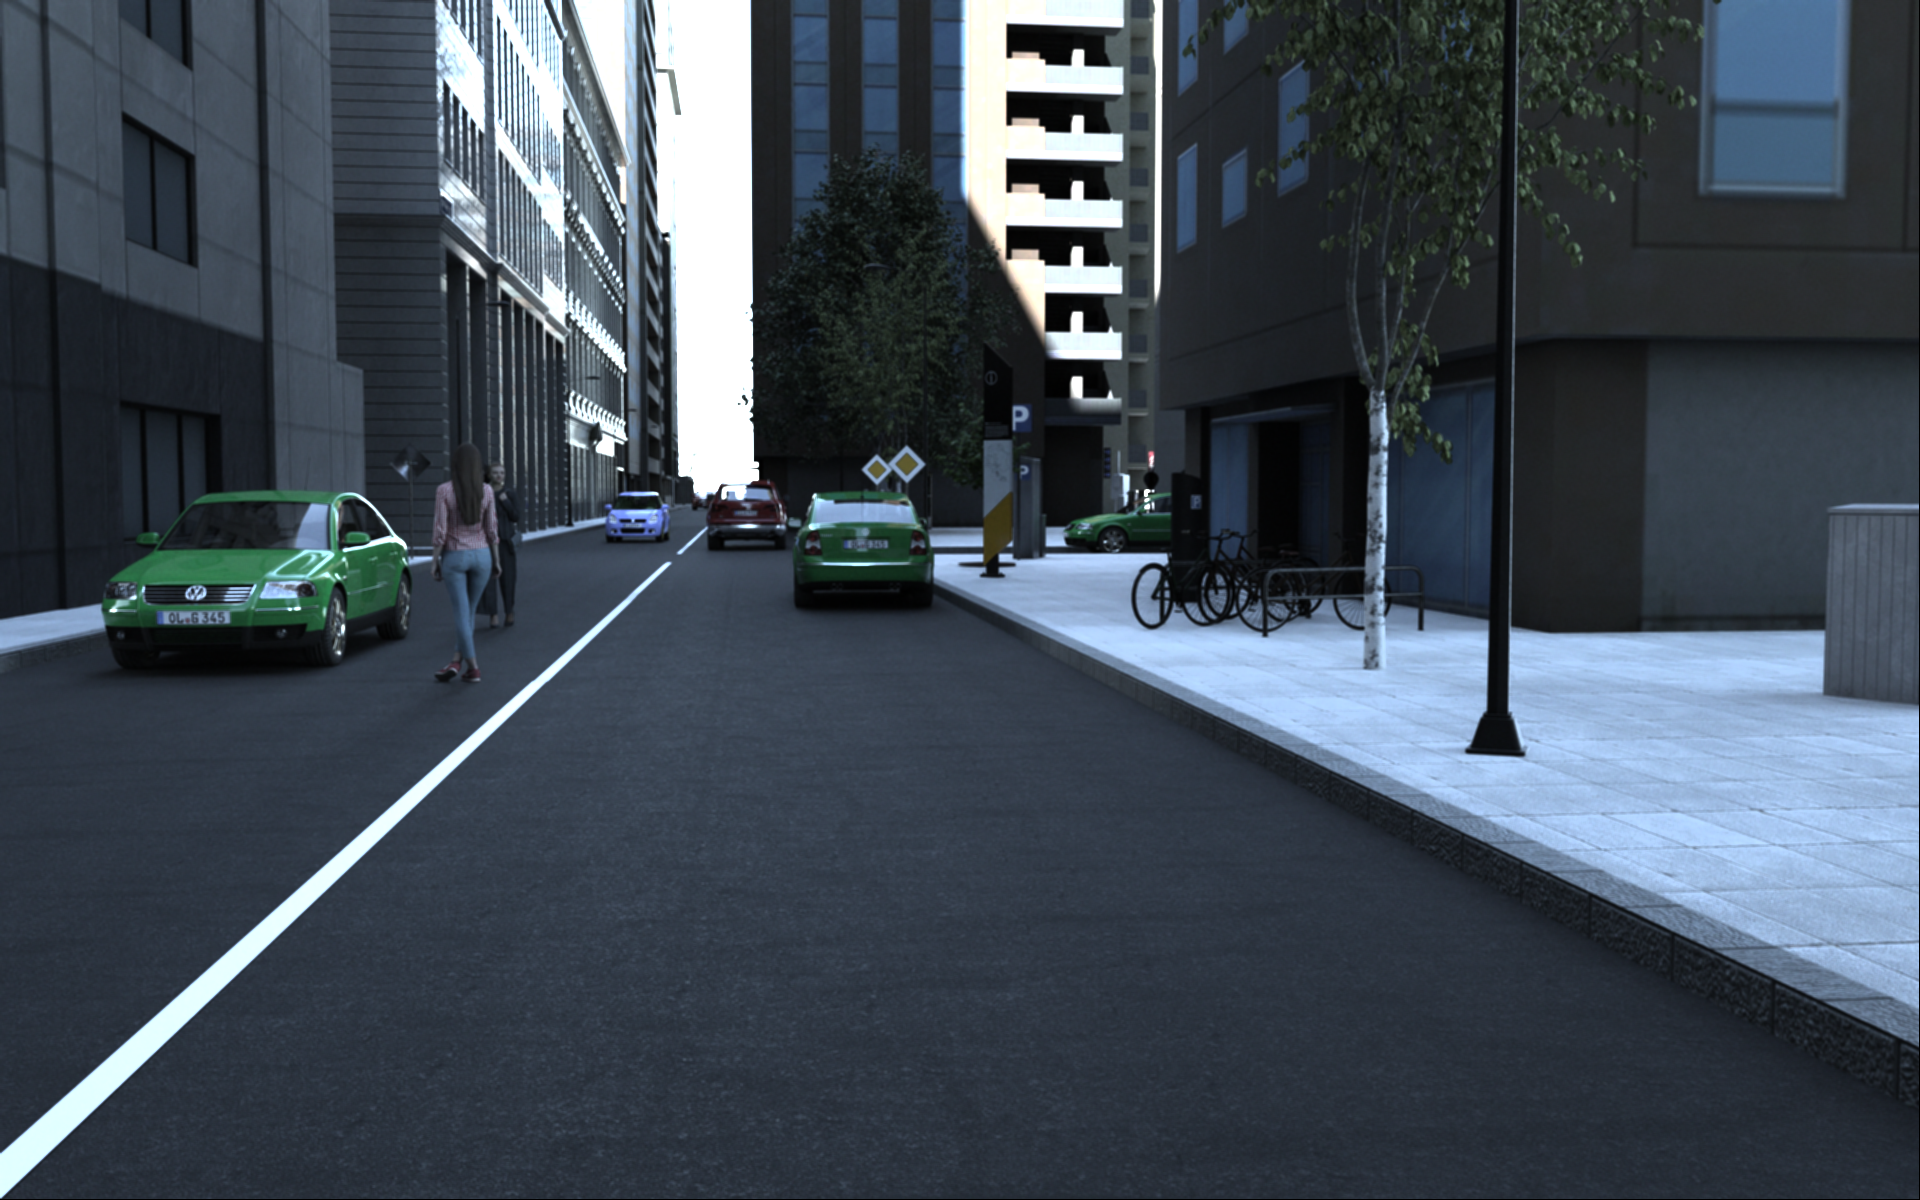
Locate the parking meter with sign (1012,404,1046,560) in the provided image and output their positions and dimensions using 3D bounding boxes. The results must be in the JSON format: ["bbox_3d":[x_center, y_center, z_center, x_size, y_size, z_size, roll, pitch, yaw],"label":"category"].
[{"bbox_3d":[1.345,-2.335,34.436,0.543,3.016,1.738,1,4,14],"label":"parking meter with sign"}]

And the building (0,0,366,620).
[{"bbox_3d":[-20.693,-35.624,20.698,20.611,71.187,20.563,0,4,-7],"label":"building"}]

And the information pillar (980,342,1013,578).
[{"bbox_3d":[0.571,-2.155,26.585,0.504,3.616,0.183,2,4,32],"label":"information pillar"}]

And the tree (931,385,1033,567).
[{"bbox_3d":[0.474,-2.223,30.949,1.663,3.219,1.824,0,3,0],"label":"tree"}]

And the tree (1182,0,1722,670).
[{"bbox_3d":[3.280,-3.797,12.441,4.737,8.622,4.395,0,3,0],"label":"tree"}]

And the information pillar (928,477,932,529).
[{"bbox_3d":[-1.177,-3.565,62.783,0.304,2.012,0.304,0,4,3],"label":"information pillar"}]

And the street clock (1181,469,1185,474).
[{"bbox_3d":[6.523,-2.749,49.512,0.471,2.002,0.358,-1,4,-13],"label":"street clock"}]

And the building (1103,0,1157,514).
[{"bbox_3d":[0.484,-27.494,104.157,22.147,44.769,28.867,0,4,-7],"label":"building"}]

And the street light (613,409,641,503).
[{"bbox_3d":[-18.324,-7.467,94.631,1.470,5.913,1.316,0,4,-7],"label":"street light"}]

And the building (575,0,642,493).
[{"bbox_3d":[-30.091,-28.862,121.997,14.600,45.320,14.200,0,4,-7],"label":"building"}]

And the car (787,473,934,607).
[{"bbox_3d":[-1.367,-0.898,23.477,1.959,1.807,4.718,0,4,-5],"label":"car"}]

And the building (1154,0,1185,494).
[{"bbox_3d":[17.755,-26.464,56.391,21.600,48.544,21.300,0,4,-7],"label":"building"}]

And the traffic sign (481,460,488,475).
[{"bbox_3d":[-11.795,-2.347,42.014,0.795,2.450,0.064,0,4,-7],"label":"traffic sign"}]

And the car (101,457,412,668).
[{"bbox_3d":[-6.220,-0.423,15.718,1.959,1.807,4.718,0,4,-7],"label":"car"}]

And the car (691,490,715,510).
[{"bbox_3d":[-23.119,-9.047,156.592,2.281,1.827,5.304,0,4,-6],"label":"car"}]

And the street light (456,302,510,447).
[{"bbox_3d":[-11.544,-4.240,41.863,1.470,5.913,1.316,0,4,-7],"label":"street light"}]

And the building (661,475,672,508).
[{"bbox_3d":[-43.653,-28.749,161.931,32.217,40.220,23.993,0,4,-7],"label":"building"}]

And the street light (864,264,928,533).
[{"bbox_3d":[-1.245,-3.833,35.210,1.470,5.913,1.316,0,4,-7],"label":"street light"}]

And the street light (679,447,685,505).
[{"bbox_3d":[-27.747,-12.104,170.440,1.470,5.913,1.316,0,4,-7],"label":"street light"}]

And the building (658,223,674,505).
[{"bbox_3d":[-37.605,-25.103,182.142,14.160,30.474,14.107,0,4,-7],"label":"building"}]

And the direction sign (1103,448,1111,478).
[{"bbox_3d":[6.937,-5.679,84.847,0.876,3.537,0.379,0,4,2],"label":"direction sign"}]

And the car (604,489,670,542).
[{"bbox_3d":[-9.780,-2.633,52.638,1.945,1.707,3.694,0,4,-5],"label":"car"}]

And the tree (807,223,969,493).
[{"bbox_3d":[-1.883,-5.868,46.312,4.737,8.622,4.395,0,3,0],"label":"tree"}]

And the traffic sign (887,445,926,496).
[{"bbox_3d":[-1.084,-1.935,35.279,0.795,2.450,0.064,0,4,-7],"label":"traffic sign"}]

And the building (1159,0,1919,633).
[{"bbox_3d":[11.110,-22.747,22.024,14.600,45.320,14.200,0,4,-7],"label":"building"}]

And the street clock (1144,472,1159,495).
[{"bbox_3d":[6.203,-3.160,56.232,0.471,2.002,0.358,1,4,12],"label":"street clock"}]

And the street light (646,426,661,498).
[{"bbox_3d":[-21.190,-8.885,117.812,1.470,5.913,1.316,0,4,-7],"label":"street light"}]

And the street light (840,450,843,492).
[{"bbox_3d":[-4.986,-5.652,64.956,1.470,5.913,1.316,0,4,-7],"label":"street light"}]

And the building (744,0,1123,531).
[{"bbox_3d":[-1.724,-25.772,71.478,14.600,45.320,14.200,0,4,-7],"label":"building"}]

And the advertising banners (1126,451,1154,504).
[{"bbox_3d":[7.449,-4.587,71.192,0.090,3.025,2.074,-2,4,-28],"label":"advertising banners"}]

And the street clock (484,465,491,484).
[{"bbox_3d":[-11.830,-2.358,43.123,0.358,2.002,0.471,0,4,-3],"label":"street clock"}]

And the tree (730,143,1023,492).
[{"bbox_3d":[-2.778,-8.543,56.685,9.611,12.733,9.660,0,3,0],"label":"tree"}]

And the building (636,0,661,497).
[{"bbox_3d":[-35.565,-31.535,139.298,21.300,48.544,21.600,0,4,-7],"label":"building"}]

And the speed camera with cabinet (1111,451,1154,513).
[{"bbox_3d":[7.938,-5.204,79.426,2.038,3.252,0.660,3,4,36],"label":"speed camera with cabinet"}]

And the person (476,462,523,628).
[{"bbox_3d":[-5.017,-0.598,18.692,0.576,1.772,0.534,-1,4,-21],"label":"person"}]

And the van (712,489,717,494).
[{"bbox_3d":[-24.809,-10.193,173.672,2.013,2.044,4.112,0,4,-6],"label":"van"}]

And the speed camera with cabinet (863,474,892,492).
[{"bbox_3d":[-3.047,-4.279,64.299,0.660,3.252,2.038,1,4,13],"label":"speed camera with cabinet"}]

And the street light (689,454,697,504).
[{"bbox_3d":[-31.465,-13.946,200.558,1.470,5.913,1.316,0,4,-7],"label":"street light"}]

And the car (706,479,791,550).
[{"bbox_3d":[-5.644,-2.296,46.210,2.281,1.827,5.304,0,4,-5],"label":"car"}]

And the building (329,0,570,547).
[{"bbox_3d":[-19.600,-16.965,54.878,11.434,29.767,29.804,0,4,-7],"label":"building"}]

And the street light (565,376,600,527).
[{"bbox_3d":[-14.891,-5.860,68.350,1.470,5.913,1.316,0,4,-7],"label":"street light"}]

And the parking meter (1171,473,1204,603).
[{"bbox_3d":[2.697,-0.746,20.610,0.372,1.533,0.369,0,3,0],"label":"parking meter"}]

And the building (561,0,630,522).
[{"bbox_3d":[-27.172,-19.248,91.116,17.030,29.872,44.131,0,4,-7],"label":"building"}]

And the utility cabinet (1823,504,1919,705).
[{"bbox_3d":[5.879,0.031,10.654,0.306,1.237,1.020,-2,4,-32],"label":"utility cabinet"}]

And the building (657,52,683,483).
[{"bbox_3d":[-48.366,-37.990,210.373,28.713,52.752,27.495,0,4,-7],"label":"building"}]

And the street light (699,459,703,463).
[{"bbox_3d":[-34.795,-15.554,226.852,1.470,5.913,1.316,0,4,-7],"label":"street light"}]

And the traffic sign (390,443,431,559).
[{"bbox_3d":[-10.806,-1.862,34.090,0.795,2.450,0.064,0,4,-7],"label":"traffic sign"}]

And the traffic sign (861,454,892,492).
[{"bbox_3d":[-2.073,-2.420,43.203,0.795,2.450,0.064,0,4,-7],"label":"traffic sign"}]

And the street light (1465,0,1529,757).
[{"bbox_3d":[2.140,-2.193,8.392,1.470,5.913,1.316,0,4,-7],"label":"street light"}]

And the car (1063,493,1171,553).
[{"bbox_3d":[4.825,-2.000,41.498,4.718,1.807,1.959,-1,4,-8],"label":"car"}]

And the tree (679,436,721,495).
[{"bbox_3d":[-41.735,-20.684,272.598,8.767,10.594,7.601,0,4,-6],"label":"tree"}]

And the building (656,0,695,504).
[{"bbox_3d":[-49.884,-49.963,255.152,20.563,71.187,20.611,0,4,-7],"label":"building"}]

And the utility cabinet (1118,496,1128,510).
[{"bbox_3d":[7.135,-3.886,74.694,0.306,1.237,1.020,2,4,27],"label":"utility cabinet"}]

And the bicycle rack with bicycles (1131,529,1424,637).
[{"bbox_3d":[2.967,-0.206,16.747,2.925,0.926,2.852,-2,4,-24],"label":"bicycle rack with bicycles"}]

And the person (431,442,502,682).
[{"bbox_3d":[-3.761,-0.289,13.237,0.388,1.821,0.555,3,5,45],"label":"person"}]

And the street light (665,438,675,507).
[{"bbox_3d":[-24.415,-10.494,144.119,1.470,5.913,1.316,0,4,-7],"label":"street light"}]
